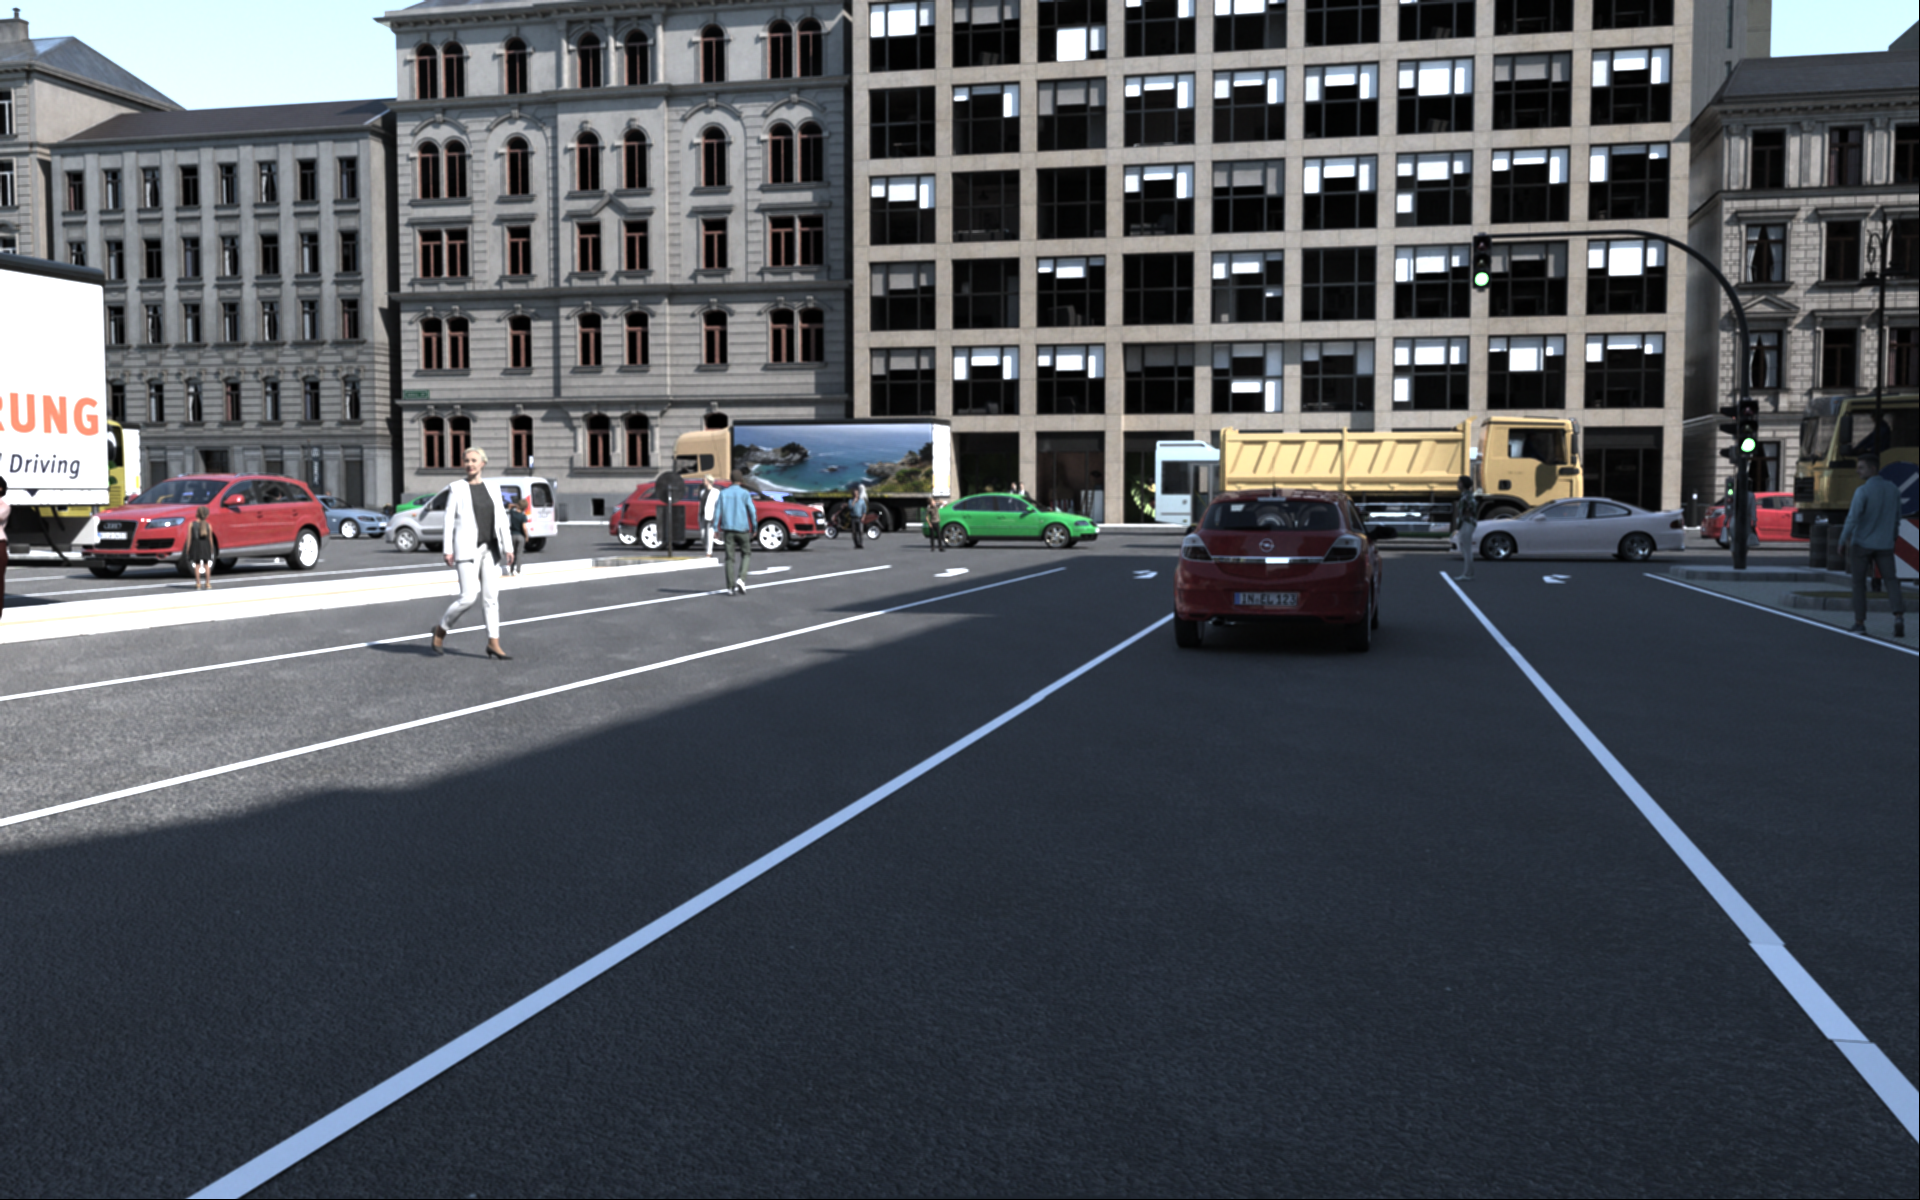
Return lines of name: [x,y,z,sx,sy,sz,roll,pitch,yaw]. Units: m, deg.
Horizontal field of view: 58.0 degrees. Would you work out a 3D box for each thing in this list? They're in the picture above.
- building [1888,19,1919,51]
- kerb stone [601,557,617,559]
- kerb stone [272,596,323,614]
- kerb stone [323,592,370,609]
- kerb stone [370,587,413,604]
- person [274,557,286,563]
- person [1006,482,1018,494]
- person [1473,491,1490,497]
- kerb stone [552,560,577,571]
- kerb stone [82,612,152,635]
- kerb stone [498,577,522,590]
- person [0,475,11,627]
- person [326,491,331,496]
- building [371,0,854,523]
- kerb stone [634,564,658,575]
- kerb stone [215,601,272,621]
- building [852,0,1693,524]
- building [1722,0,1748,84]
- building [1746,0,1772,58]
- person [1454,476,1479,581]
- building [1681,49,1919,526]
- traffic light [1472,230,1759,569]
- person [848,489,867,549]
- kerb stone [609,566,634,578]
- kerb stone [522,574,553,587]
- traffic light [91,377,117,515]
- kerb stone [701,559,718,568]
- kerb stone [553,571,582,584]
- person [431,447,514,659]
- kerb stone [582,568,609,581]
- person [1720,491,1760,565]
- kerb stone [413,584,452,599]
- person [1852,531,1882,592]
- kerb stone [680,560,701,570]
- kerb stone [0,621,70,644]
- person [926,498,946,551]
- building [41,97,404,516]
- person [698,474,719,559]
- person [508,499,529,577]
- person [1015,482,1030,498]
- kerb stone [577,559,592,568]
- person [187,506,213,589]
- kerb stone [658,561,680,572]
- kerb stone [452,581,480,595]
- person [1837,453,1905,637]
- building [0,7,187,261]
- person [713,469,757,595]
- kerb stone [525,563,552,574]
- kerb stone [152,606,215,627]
building: [98.499,-32.670,157.849,21.600,48.544,21.300,1,4,13]
kerb stone: [-7.059,-0.759,34.612,0.120,0.150,1.000,1,4,13]
kerb stone: [-8.140,0.067,21.095,0.120,0.150,1.000,1,4,13]
kerb stone: [-7.898,0.013,22.094,0.120,0.150,1.000,1,4,13]
kerb stone: [-7.659,-0.053,23.094,0.120,0.150,1.000,1,4,13]
person: [-14.271,-1.543,36.330,0.523,1.515,0.503,1,4,10]
person: [2.018,-3.625,67.138,0.648,1.900,0.474,-1,4,-17]
person: [14.532,-2.391,48.085,0.782,1.767,0.515,1,4,13]
kerb stone: [-7.544,-0.635,32.615,0.120,0.150,1.000,1,4,13]
kerb stone: [-8.857,0.252,18.082,0.120,0.150,1.000,1,4,13]
kerb stone: [-6.931,-0.233,26.106,0.120,0.150,1.000,1,4,13]
person: [-10.041,-0.478,17.769,0.566,1.644,0.517,-3,5,-40]
person: [-25.580,-3.644,70.284,0.429,1.552,0.499,-3,5,-43]
building: [-14.451,-18.228,85.413,23.554,28.519,14.401,1,4,13]
kerb stone: [-5.738,-0.547,31.142,0.120,0.150,1.000,1,4,13]
kerb stone: [-8.376,0.129,20.094,0.120,0.150,1.000,1,4,13]
building: [14.108,-16.898,80.798,34.151,26.468,19.350,1,4,13]
building: [52.099,-27.601,134.876,14.154,41.232,14.086,1,4,13]
building: [63.473,-33.132,165.407,21.300,48.544,21.600,1,4,13]
person: [8.423,-1.194,28.753,0.376,1.734,0.841,2,4,23]
building: [39.356,-12.549,69.802,19.286,19.102,10.561,1,4,13]
traffic light: [11.246,-3.375,29.843,4.771,5.953,1.251,1,4,13]
person: [-2.672,-2.118,45.337,0.499,1.552,0.429,1,4,20]
kerb stone: [-5.974,-0.486,30.141,0.120,0.150,1.000,1,4,13]
kerb stone: [-6.695,-0.299,27.124,0.120,0.150,1.000,1,4,13]
traffic light: [-18.520,-2.944,37.059,0.839,4.253,0.868,1,4,13]
kerb stone: [-5.018,-0.723,34.147,0.120,0.150,1.000,1,4,13]
kerb stone: [-6.458,-0.363,28.124,0.120,0.150,1.000,1,4,13]
person: [-4.260,-0.411,15.095,0.818,1.842,0.514,2,4,27]
kerb stone: [-6.217,-0.424,29.133,0.120,0.150,1.000,1,4,13]
person: [14.507,-1.432,32.265,0.694,1.780,0.624,3,4,37]
kerb stone: [-7.426,-0.117,24.102,0.120,0.150,1.000,1,4,13]
person: [12.190,-0.764,23.206,0.499,1.552,0.429,2,4,27]
kerb stone: [-5.256,-0.668,33.142,0.120,0.150,1.000,1,4,13]
kerb stone: [-9.097,0.313,17.082,0.120,0.150,1.000,1,4,13]
person: [-0.602,-1.885,43.227,0.435,1.345,0.340,-1,4,-23]
building: [-35.283,-14.634,88.424,18.267,20.994,9.793,1,4,13]
person: [-5.249,-1.704,36.242,0.514,1.842,0.818,0,4,7]
person: [-7.680,-1.080,30.060,0.435,1.345,0.340,0,4,7]
person: [2.198,-3.205,60.672,0.659,1.850,0.755,0,4,6]
kerb stone: [-7.302,-0.698,33.613,0.120,0.150,1.000,1,4,13]
person: [-11.475,-0.794,26.146,0.362,1.253,0.373,-2,4,-26]
kerb stone: [-5.497,-0.607,32.142,0.120,0.150,1.000,1,4,13]
kerb stone: [-7.178,-0.176,25.108,0.120,0.150,1.000,1,4,13]
person: [9.224,-0.558,17.485,0.638,1.841,0.748,0,4,3]
building: [-56.178,-18.168,94.312,25.104,27.353,12.463,1,4,13]
person: [-3.185,-0.961,24.553,0.601,1.785,0.444,0,4,2]
kerb stone: [-7.785,-0.571,31.615,0.120,0.150,1.000,1,4,13]
kerb stone: [-8.621,0.190,19.092,0.120,0.150,1.000,1,4,13]
